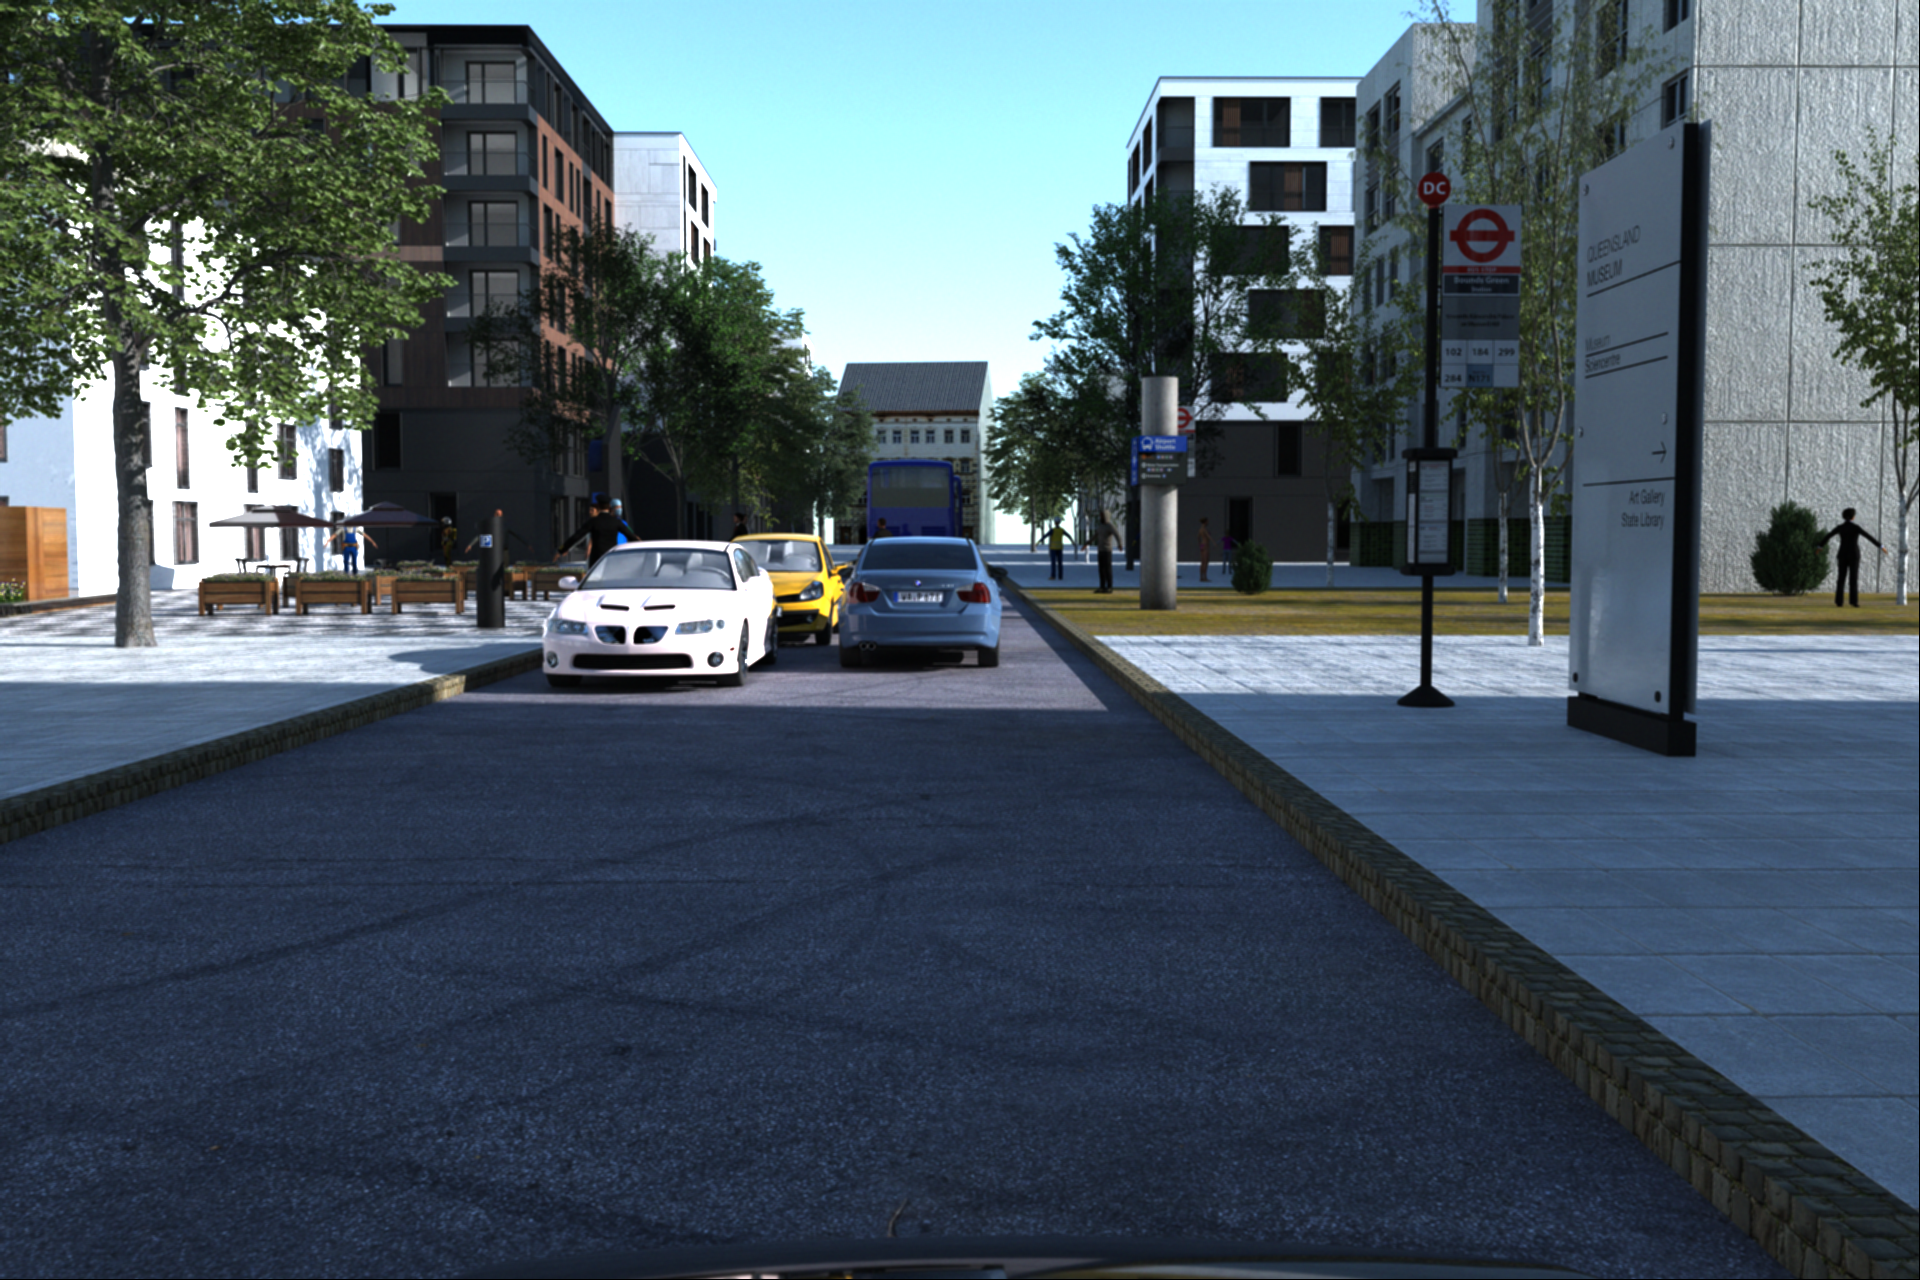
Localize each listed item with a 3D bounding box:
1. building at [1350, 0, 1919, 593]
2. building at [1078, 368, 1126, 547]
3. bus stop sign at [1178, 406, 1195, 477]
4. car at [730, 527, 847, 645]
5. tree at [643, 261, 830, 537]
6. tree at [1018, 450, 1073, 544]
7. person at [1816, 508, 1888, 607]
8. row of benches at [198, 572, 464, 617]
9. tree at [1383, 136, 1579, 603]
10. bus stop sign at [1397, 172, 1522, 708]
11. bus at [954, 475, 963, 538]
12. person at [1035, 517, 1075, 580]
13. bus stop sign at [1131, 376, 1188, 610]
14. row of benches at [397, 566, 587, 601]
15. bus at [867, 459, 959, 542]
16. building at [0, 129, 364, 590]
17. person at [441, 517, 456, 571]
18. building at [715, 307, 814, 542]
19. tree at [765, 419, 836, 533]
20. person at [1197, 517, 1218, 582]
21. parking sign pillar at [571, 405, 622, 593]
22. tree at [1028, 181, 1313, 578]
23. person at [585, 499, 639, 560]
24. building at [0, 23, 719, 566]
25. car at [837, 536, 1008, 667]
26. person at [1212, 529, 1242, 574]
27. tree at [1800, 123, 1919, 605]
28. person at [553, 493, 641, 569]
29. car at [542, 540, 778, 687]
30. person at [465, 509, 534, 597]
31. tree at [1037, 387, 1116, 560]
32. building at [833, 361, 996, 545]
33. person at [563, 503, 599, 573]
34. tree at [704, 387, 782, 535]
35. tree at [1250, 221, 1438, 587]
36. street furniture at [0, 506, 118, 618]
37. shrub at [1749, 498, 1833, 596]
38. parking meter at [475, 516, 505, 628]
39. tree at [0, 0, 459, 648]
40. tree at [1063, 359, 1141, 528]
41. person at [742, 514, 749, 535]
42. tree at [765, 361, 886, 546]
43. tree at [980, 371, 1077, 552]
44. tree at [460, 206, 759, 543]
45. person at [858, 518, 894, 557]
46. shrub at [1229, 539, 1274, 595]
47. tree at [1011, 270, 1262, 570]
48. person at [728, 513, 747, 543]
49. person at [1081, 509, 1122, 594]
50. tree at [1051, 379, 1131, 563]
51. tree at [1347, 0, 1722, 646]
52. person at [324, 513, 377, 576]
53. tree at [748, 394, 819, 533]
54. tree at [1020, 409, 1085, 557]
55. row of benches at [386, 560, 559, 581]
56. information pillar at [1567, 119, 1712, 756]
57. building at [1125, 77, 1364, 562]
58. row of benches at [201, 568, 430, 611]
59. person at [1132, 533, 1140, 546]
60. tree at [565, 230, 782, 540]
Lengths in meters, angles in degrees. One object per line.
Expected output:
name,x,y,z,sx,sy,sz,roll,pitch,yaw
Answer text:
building,24.043,-11.412,53.041,16.747,18.905,31.486,0,4,0
building,22.672,-19.987,193.238,16.747,18.905,31.486,0,4,0
bus stop sign,4.038,-2.707,32.961,0.855,3.939,0.416,0,4,-1
car,-2.510,-0.818,23.605,2.015,1.641,3.980,0,4,0
tree,-9.276,-9.395,71.732,7.486,12.596,7.792,0,3,0
tree,10.826,-18.350,218.144,7.486,12.596,7.792,0,3,0
person,15.670,-1.453,30.481,0.721,1.740,1.216,-3,5,-39
row of benches,-10.053,-0.741,27.579,4.104,0.672,1.422,-1,4,-10
tree,10.011,-4.988,31.918,4.737,8.622,4.395,0,3,0
bus stop sign,3.715,-1.479,12.881,0.855,3.939,0.416,0,3,0
bus,-1.297,-4.681,68.082,2.896,3.916,12.251,0,4,-1
person,2.693,-2.585,48.723,1.216,1.772,0.721,-1,4,-20
bus stop sign,3.362,-2.463,29.285,0.837,3.901,0.837,0,4,-2
row of benches,-8.980,-1.117,33.722,4.104,0.672,1.422,1,4,12
bus,-1.445,-3.930,55.810,2.896,3.916,12.251,0,4,0
building,-22.872,-6.603,50.102,9.099,9.664,28.070,0,4,0
person,-17.327,-3.221,58.437,0.705,1.858,1.354,-1,4,-18
building,-29.547,-20.007,171.094,27.936,21.610,32.646,0,4,-1
tree,-10.222,-9.436,104.646,4.360,8.622,3.978,0,3,0
person,6.669,-2.438,46.672,0.721,1.733,1.217,-1,4,-14
parking sign pillar,-7.273,-2.880,35.563,1.447,3.967,1.447,0,4,0
tree,6.015,-7.624,50.412,9.928,11.665,9.643,0,3,0
person,-5.256,-1.247,26.517,0.704,1.817,1.347,3,4,37
building,-28.047,-14.807,86.069,27.936,21.610,32.646,0,4,-1
car,-0.438,-0.486,19.943,2.014,1.417,4.499,0,4,0
person,8.590,-2.834,55.603,0.991,1.433,0.599,1,4,14
tree,17.184,-4.930,30.961,4.737,8.622,4.395,0,3,0
person,-4.876,-1.087,23.706,1.347,1.837,0.705,-2,4,-24
car,-2.947,-0.330,17.763,2.083,1.381,4.827,0,4,0
person,-9.385,-1.776,35.308,1.348,1.796,0.705,-1,4,-18
tree,5.804,-8.309,86.217,4.737,8.622,4.395,0,3,0
building,-5.429,-23.628,219.703,18.063,23.208,19.493,0,4,7
person,-6.215,-1.426,29.499,1.347,1.806,0.705,2,4,33
tree,-9.942,-7.977,80.781,4.737,8.622,4.395,0,3,0
tree,9.165,-5.572,41.469,4.737,8.622,4.395,0,3,0
street furniture,-19.149,-1.320,28.444,9.812,1.723,11.010,-1,4,-10
shrub,17.248,-1.930,35.968,1.690,2.028,1.600,0,3,0
parking meter,-6.448,-0.939,23.764,0.372,1.533,0.369,0,3,0
tree,-9.864,-6.196,19.425,7.486,12.596,7.792,0,3,0
tree,5.905,-7.304,69.775,4.737,8.622,4.395,0,3,0
person,-5.772,-2.464,46.422,0.704,1.812,1.346,0,4,3
tree,-10.098,-13.443,126.450,9.857,13.997,8.962,0,3,0
tree,4.926,-12.391,120.727,7.486,12.596,7.792,0,3,0
tree,-9.506,-7.024,49.257,8.767,10.594,7.601,-3,5,-43
person,-1.817,-1.913,39.963,0.704,1.802,1.346,3,5,41
shrub,6.157,-1.558,36.584,1.383,1.207,1.383,0,3,0
tree,6.005,-7.720,60.640,8.767,10.594,7.601,0,4,-3
person,-5.505,-2.248,42.934,0.705,1.806,1.347,-2,4,-27
person,3.114,-1.915,37.440,0.705,1.813,1.348,-2,4,-34
tree,5.565,-7.753,77.125,4.360,8.622,3.978,0,3,0
tree,6.738,-4.249,19.836,4.360,8.622,3.978,0,3,0
person,-16.179,-2.452,45.952,1.347,1.847,0.705,-2,4,-27
tree,-9.703,-8.542,90.017,4.737,8.622,4.395,0,3,0
tree,5.254,-9.052,98.360,4.737,8.622,4.395,0,3,0
row of benches,-11.618,-1.567,41.086,4.104,0.672,1.422,-1,4,-11
information pillar,4.159,-1.185,10.697,0.184,3.620,1.656,0,3,0
building,22.699,-15.303,94.179,27.936,21.610,32.646,0,4,-1
row of benches,-11.297,-0.910,30.346,1.422,0.672,4.104,3,5,42
person,5.821,-2.845,52.486,1.349,1.833,0.705,-1,4,-18
tree,-9.741,-8.207,59.934,9.928,11.665,9.643,0,3,0
